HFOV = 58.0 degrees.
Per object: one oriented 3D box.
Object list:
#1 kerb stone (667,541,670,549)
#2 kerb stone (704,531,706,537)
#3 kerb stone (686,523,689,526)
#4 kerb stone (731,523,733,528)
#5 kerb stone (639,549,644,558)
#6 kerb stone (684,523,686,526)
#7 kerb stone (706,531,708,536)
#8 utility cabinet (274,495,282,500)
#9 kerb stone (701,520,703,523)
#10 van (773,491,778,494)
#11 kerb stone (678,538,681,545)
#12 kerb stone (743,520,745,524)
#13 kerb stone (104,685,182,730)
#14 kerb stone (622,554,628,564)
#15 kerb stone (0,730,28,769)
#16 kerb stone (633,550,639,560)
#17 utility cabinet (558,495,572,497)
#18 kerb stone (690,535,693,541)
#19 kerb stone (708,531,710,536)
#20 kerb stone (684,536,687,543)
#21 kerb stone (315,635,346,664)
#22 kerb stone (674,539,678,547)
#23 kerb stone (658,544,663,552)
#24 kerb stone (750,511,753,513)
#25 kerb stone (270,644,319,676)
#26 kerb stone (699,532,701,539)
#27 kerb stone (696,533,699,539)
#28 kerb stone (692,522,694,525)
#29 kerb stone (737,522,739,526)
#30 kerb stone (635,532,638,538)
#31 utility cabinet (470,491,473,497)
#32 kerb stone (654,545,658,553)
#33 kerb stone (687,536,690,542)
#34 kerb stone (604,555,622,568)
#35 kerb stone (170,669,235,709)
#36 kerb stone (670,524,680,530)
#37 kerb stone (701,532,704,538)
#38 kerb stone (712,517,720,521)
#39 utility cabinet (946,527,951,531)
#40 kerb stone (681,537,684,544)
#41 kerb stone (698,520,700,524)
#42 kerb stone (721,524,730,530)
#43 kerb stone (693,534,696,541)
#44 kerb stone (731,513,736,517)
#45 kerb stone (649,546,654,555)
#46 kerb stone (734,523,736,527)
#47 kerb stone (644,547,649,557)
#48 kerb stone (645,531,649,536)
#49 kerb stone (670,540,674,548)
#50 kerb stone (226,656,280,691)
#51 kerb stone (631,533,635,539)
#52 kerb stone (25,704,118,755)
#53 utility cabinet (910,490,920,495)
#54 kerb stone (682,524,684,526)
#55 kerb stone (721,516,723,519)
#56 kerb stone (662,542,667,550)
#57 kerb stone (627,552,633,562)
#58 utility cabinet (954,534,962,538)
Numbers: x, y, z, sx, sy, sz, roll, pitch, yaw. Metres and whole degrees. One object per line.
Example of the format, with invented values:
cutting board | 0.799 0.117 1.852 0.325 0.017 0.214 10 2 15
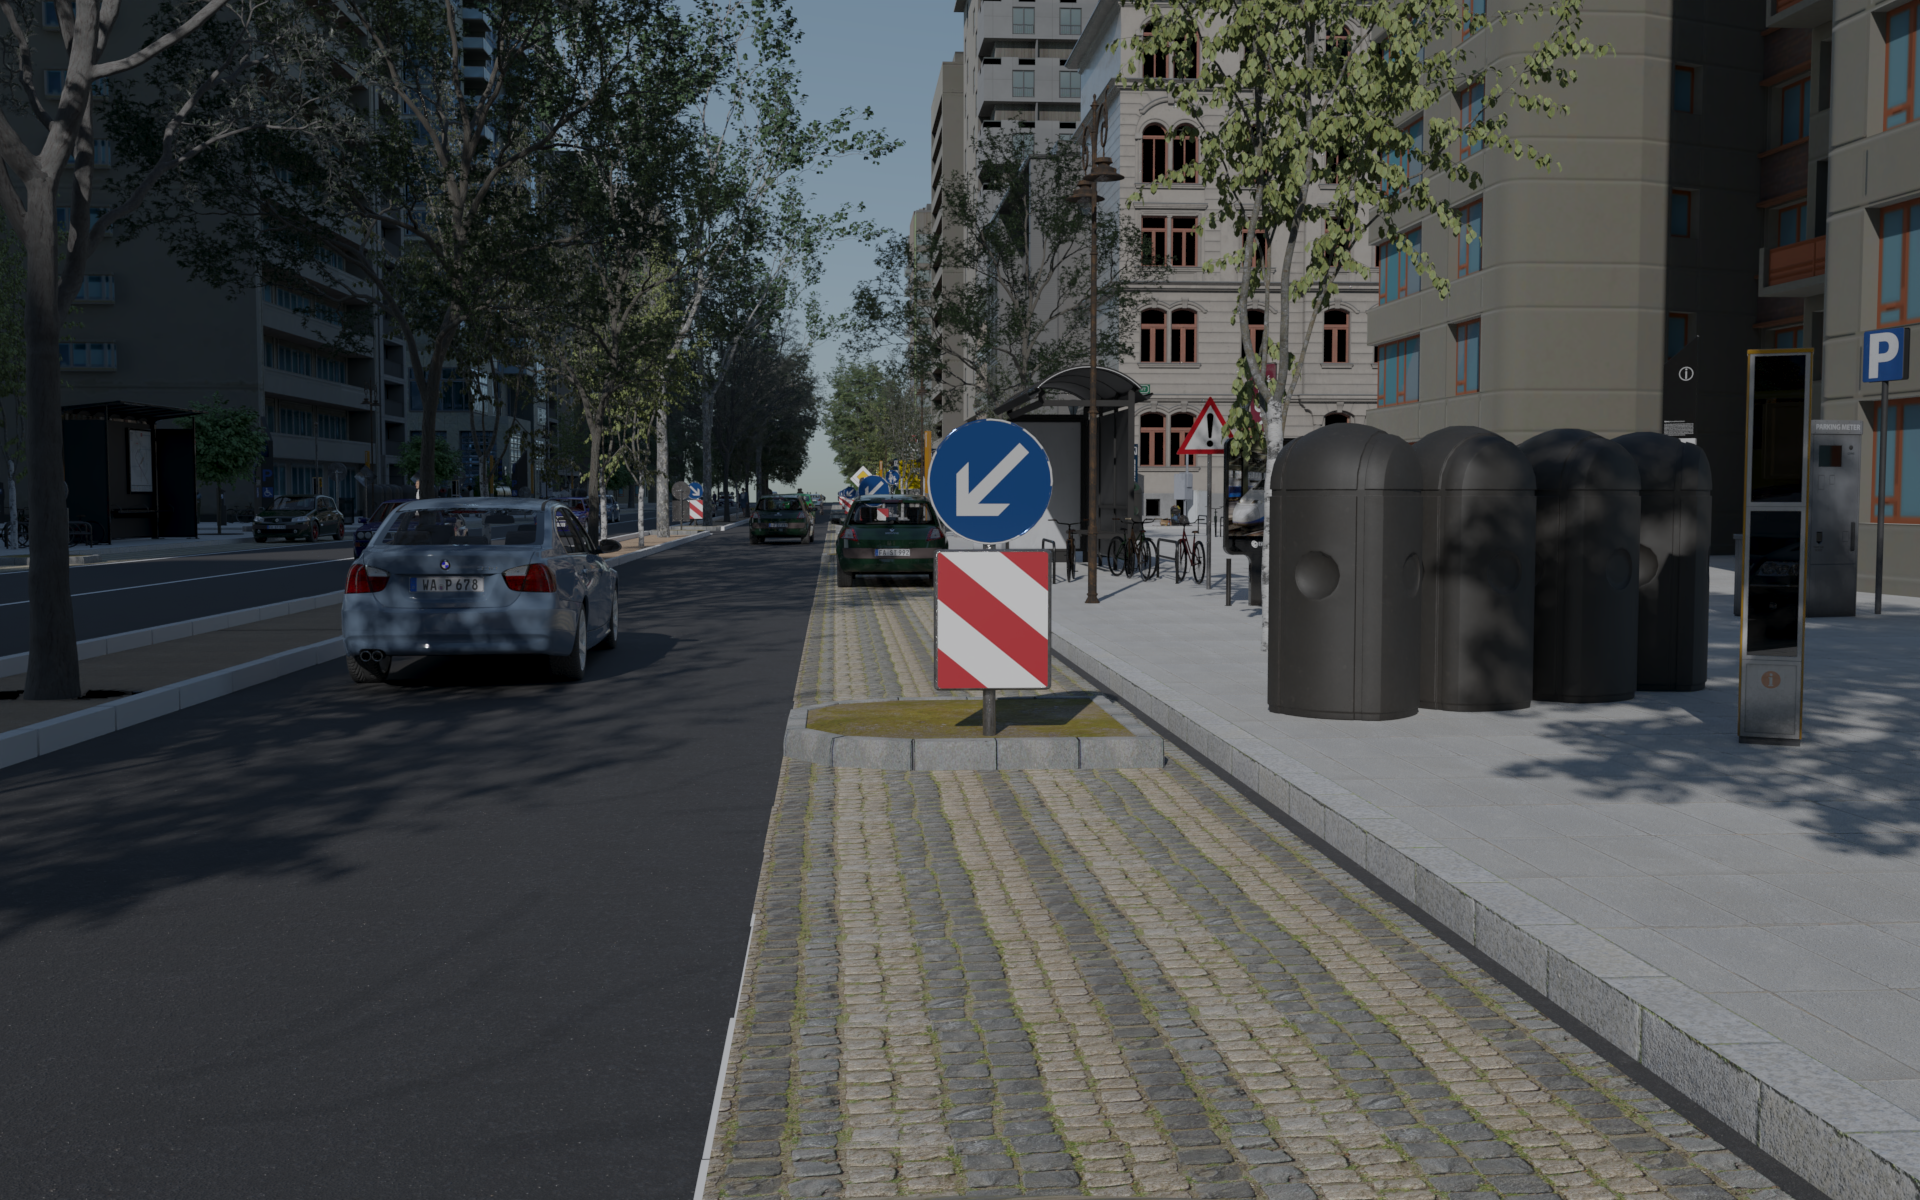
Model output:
kerb stone | -7.655 -1.378 44.729 0.120 0.150 1.000 0 4 -4
kerb stone | -8.539 -2.128 56.981 0.120 0.150 1.000 0 4 -4
kerb stone | -11.933 -3.211 74.775 0.120 0.150 1.000 0 4 -4
kerb stone | -9.615 -3.035 71.815 0.120 0.150 1.000 0 4 -4
kerb stone | -7.207 -1.003 38.601 0.120 0.150 1.000 0 4 -4
kerb stone | -11.859 -3.147 73.755 0.120 0.150 1.000 0 4 -4
kerb stone | -8.622 -2.190 58.000 0.120 0.150 1.000 0 4 -4
utility cabinet | -31.145 -4.159 79.163 1.020 1.237 0.306 -2 4 -29
kerb stone | -12.676 -3.837 84.995 0.120 0.150 1.000 0 4 -4
van | -28.457 -15.687 263.499 2.013 2.044 4.112 0 4 -6
kerb stone | -7.873 -1.565 47.801 0.120 0.150 1.000 0 4 -4
kerb stone | -10.278 -3.593 81.016 0.120 0.150 1.000 0 4 -4
kerb stone | -5.209 0.685 10.995 0.120 0.150 1.000 0 4 -4
kerb stone | -6.984 -0.816 35.540 0.120 0.150 1.000 0 4 -4
kerb stone | -5.060 0.812 8.948 0.120 0.150 1.000 0 4 -4
kerb stone | -7.139 -0.940 37.580 0.120 0.150 1.000 0 4 -4
utility cabinet | -26.615 -6.451 116.634 1.020 1.237 0.306 2 4 32
kerb stone | -8.173 -1.816 51.880 0.120 0.150 1.000 0 4 -4
kerb stone | -8.687 -2.252 59.020 0.120 0.150 1.000 0 4 -4
kerb stone | -8.031 -1.691 49.841 0.120 0.150 1.000 0 4 -4
kerb stone | -5.508 0.438 15.095 0.120 0.150 1.000 0 4 -4
kerb stone | -7.804 -1.503 46.777 0.120 0.150 1.000 0 4 -4
kerb stone | -7.501 -1.251 42.686 0.120 0.150 1.000 0 4 -4
kerb stone | -16.675 -7.216 140.179 0.120 0.150 1.000 0 4 -4
kerb stone | -5.442 0.497 14.069 0.120 0.150 1.000 0 4 -4
kerb stone | -8.398 -1.995 54.941 0.120 0.150 1.000 0 4 -4
kerb stone | -8.314 -1.940 53.922 0.120 0.150 1.000 0 4 -4
kerb stone | -12.153 -3.403 77.846 0.120 0.150 1.000 0 4 -4
kerb stone | -9.906 -3.283 75.904 0.120 0.150 1.000 0 4 -4
kerb stone | -10.561 -2.052 55.798 0.120 0.150 1.000 0 4 -4
utility cabinet | -30.723 -6.238 110.670 1.173 1.500 0.318 1 4 11
kerb stone | -7.429 -1.190 41.660 0.120 0.150 1.000 0 4 -4
kerb stone | -8.101 -1.752 50.861 0.120 0.150 1.000 0 4 -4
kerb stone | -6.920 -0.754 34.519 0.120 0.150 1.000 0 4 -4
kerb stone | -5.284 0.622 12.018 0.120 0.150 1.000 0 4 -4
kerb stone | -11.638 -2.966 70.683 0.120 0.150 1.000 0 4 -4
kerb stone | -8.468 -2.061 55.961 0.120 0.150 1.000 0 4 -4
kerb stone | -13.414 -4.466 95.207 0.120 0.150 1.000 0 4 -4
utility cabinet | -0.128 -3.098 59.336 1.173 1.500 0.318 -2 4 -30
kerb stone | -7.953 -1.629 48.821 0.120 0.150 1.000 0 4 -4
kerb stone | -12.376 -3.587 80.908 0.120 0.150 1.000 0 4 -4
kerb stone | -9.470 -2.903 69.776 0.120 0.150 1.000 0 4 -4
kerb stone | -8.243 -1.878 52.902 0.120 0.150 1.000 0 4 -4
kerb stone | -14.668 -5.526 112.576 0.120 0.150 1.000 0 4 -4
kerb stone | -7.356 -1.128 40.640 0.120 0.150 1.000 0 4 -4
kerb stone | -9.763 -3.160 73.853 0.120 0.150 1.000 0 4 -4
kerb stone | -7.288 -1.066 39.620 0.120 0.150 1.000 0 4 -4
kerb stone | -10.770 -2.243 58.869 0.120 0.150 1.000 0 4 -4
kerb stone | -7.729 -1.441 45.757 0.120 0.150 1.000 0 4 -4
kerb stone | -5.360 0.561 13.037 0.120 0.150 1.000 0 4 -4
kerb stone | -10.486 -1.993 54.775 0.120 0.150 1.000 0 4 -4
kerb stone | -5.136 0.750 9.976 0.120 0.150 1.000 0 4 -4
utility cabinet | -2.359 -5.005 90.512 0.318 1.500 1.173 -1 4 -16
kerb stone | -11.789 -3.088 72.728 0.120 0.150 1.000 0 4 -4
kerb stone | -13.567 -4.590 97.255 0.120 0.150 1.000 0 4 -4
kerb stone | -7.578 -1.316 43.705 0.120 0.150 1.000 0 4 -4
kerb stone | -7.067 -0.879 36.560 0.120 0.150 1.000 0 4 -4
utility cabinet | 0.169 -2.423 50.778 0.306 1.237 1.020 -2 4 -29
